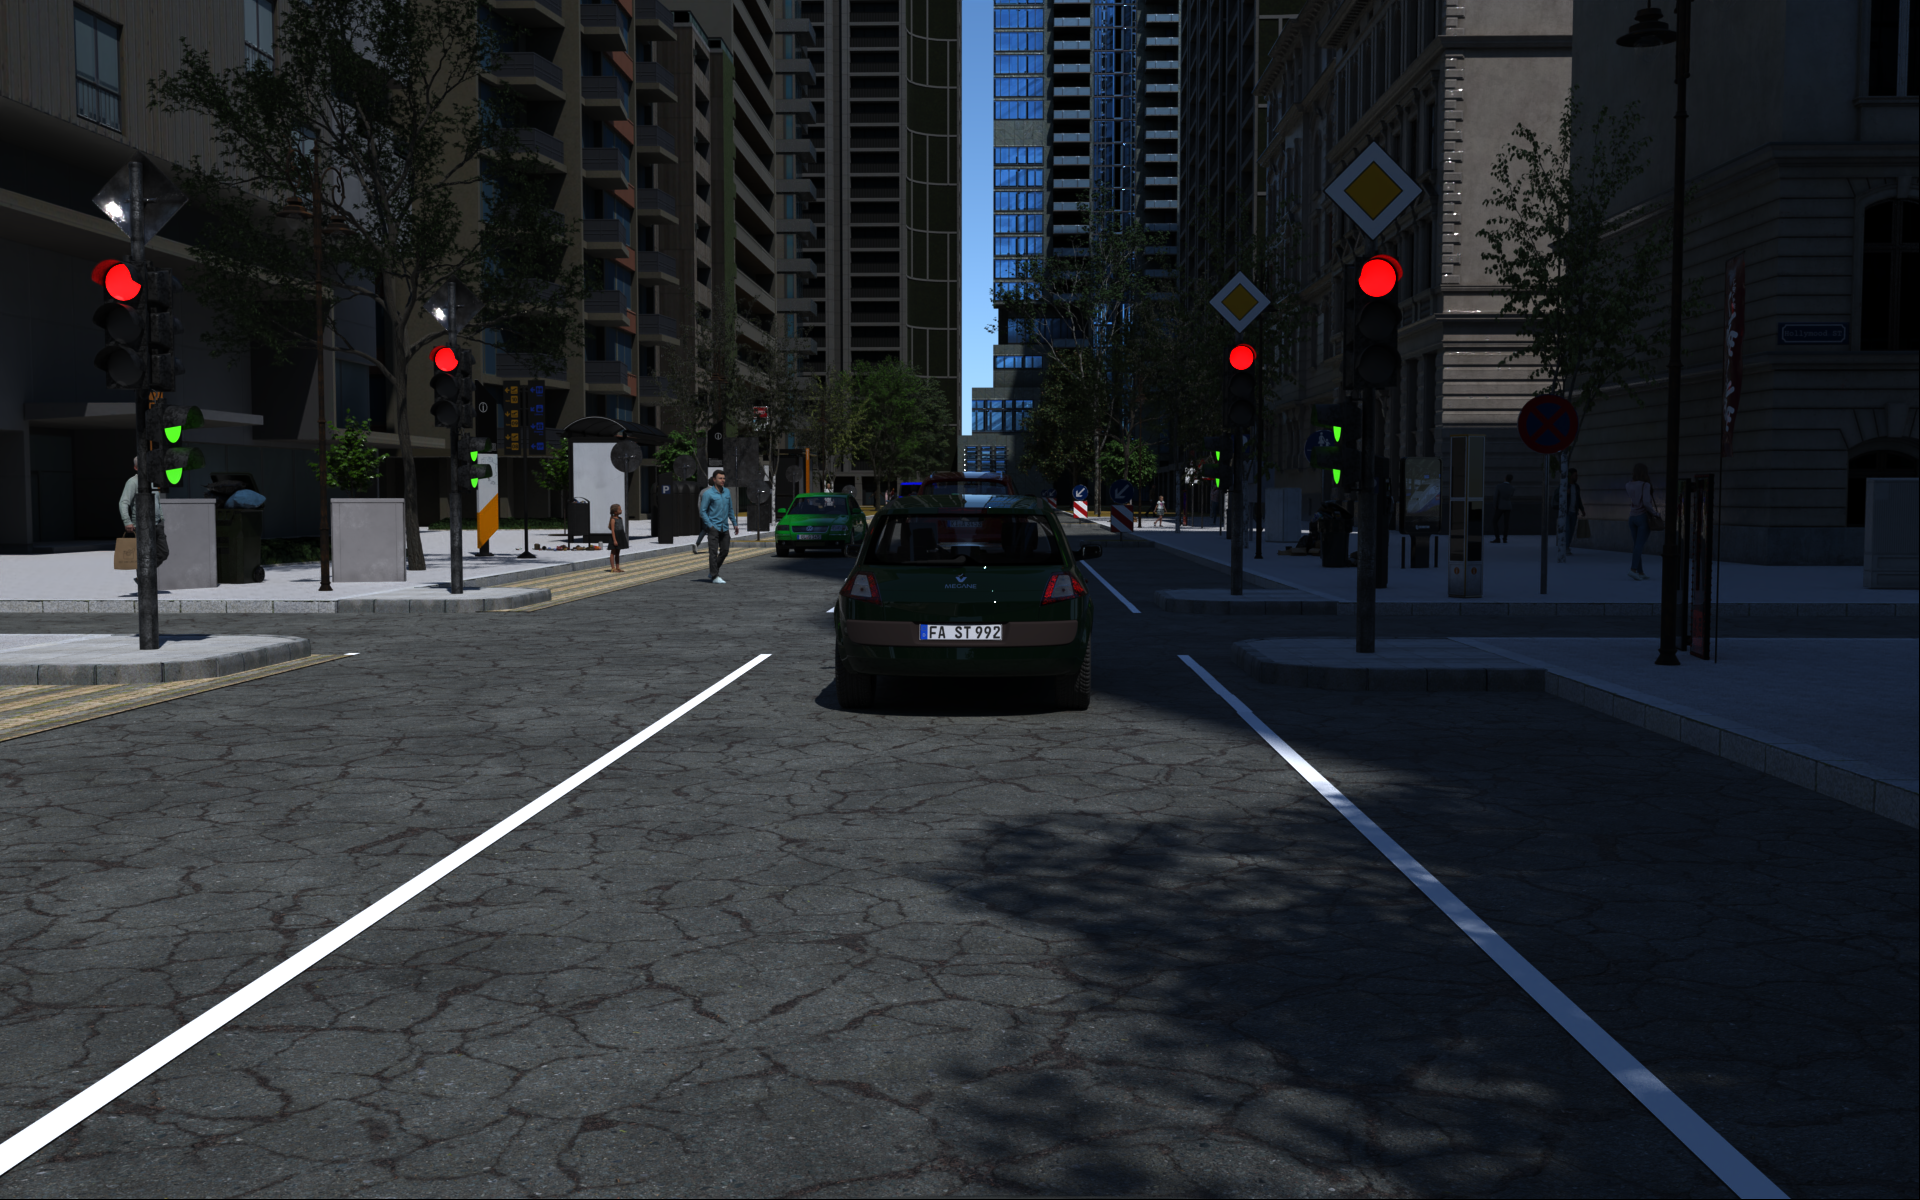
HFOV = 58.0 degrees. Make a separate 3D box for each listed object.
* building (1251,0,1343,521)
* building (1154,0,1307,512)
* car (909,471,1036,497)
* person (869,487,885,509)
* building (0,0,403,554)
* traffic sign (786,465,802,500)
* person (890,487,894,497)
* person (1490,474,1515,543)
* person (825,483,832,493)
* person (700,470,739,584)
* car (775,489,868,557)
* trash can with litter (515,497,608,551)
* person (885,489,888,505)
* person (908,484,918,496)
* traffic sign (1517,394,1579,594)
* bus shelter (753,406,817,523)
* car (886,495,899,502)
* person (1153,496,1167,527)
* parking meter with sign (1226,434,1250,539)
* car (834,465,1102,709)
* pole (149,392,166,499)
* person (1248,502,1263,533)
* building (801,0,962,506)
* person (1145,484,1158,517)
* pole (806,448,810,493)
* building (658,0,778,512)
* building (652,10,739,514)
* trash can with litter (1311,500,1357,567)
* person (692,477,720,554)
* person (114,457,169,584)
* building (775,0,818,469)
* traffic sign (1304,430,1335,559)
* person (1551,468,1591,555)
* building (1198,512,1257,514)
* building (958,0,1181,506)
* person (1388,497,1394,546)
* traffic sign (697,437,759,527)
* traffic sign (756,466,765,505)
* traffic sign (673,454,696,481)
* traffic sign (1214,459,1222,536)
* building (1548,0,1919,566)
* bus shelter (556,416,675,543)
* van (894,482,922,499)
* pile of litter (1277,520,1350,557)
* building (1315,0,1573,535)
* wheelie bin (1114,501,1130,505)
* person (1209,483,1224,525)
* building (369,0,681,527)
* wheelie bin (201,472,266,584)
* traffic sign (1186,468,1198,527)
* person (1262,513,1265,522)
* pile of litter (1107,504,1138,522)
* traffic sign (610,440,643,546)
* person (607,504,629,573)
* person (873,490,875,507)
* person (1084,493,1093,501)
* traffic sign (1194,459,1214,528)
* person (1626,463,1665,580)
[{"bbox_3d":[22.705,-18.186,84.735,14.401,28.519,23.554,0,4,2],"label":"building"},{"bbox_3d":[28.416,-43.694,152.643,20.563,71.187,20.611,0,4,2],"label":"building"},{"bbox_3d":[0.180,-1.301,29.940,2.281,1.827,5.304,0,4,2],"label":"car"},{"bbox_3d":[-6.317,-7.728,132.400,1.348,1.823,0.705,-2,4,-25],"label":"person"},{"bbox_3d":[-30.827,-27.742,42.819,28.713,52.752,27.495,0,4,2],"label":"building"},{"bbox_3d":[-7.273,-4.629,75.797,0.768,2.556,0.104,1,4,11],"label":"traffic sign"},{"bbox_3d":[-5.276,-7.986,136.583,0.705,1.831,1.348,1,4,18],"label":"person"},{"bbox_3d":[14.251,-2.401,45.480,0.592,1.802,0.473,1,4,11],"label":"person"},{"bbox_3d":[-6.968,-5.216,91.198,0.818,1.842,0.514,0,4,6],"label":"person"},{"bbox_3d":[-3.923,-1.187,27.931,0.620,1.820,0.660,3,4,38],"label":"person"},{"bbox_3d":[-3.235,-1.965,40.931,1.959,1.807,4.718,0,4,3],"label":"car"},{"bbox_3d":[-9.053,-1.751,39.679,2.233,1.210,1.678,1,4,11],"label":"trash can with litter"},{"bbox_3d":[-6.355,-8.942,152.906,0.551,1.740,0.621,-1,4,-9],"label":"person"},{"bbox_3d":[-1.339,-2.621,52.195,0.563,1.720,0.643,-2,4,-26],"label":"person"},{"bbox_3d":[7.486,-1.348,22.138,0.768,2.556,0.104,0,4,4],"label":"traffic sign"},{"bbox_3d":[-8.300,-6.364,81.690,2.179,5.291,8.768,0,4,2],"label":"bus shelter"},{"bbox_3d":[-3.788,-6.145,112.470,2.014,1.417,4.499,0,4,2],"label":"car"},{"bbox_3d":[7.869,-3.483,68.004,0.505,1.210,0.382,-3,4,-36],"label":"person"},{"bbox_3d":[7.953,-3.269,49.713,0.543,3.016,1.738,1,4,15],"label":"parking meter with sign"},{"bbox_3d":[0.081,-0.194,12.957,2.009,1.686,4.222,0,4,2],"label":"car"},{"bbox_3d":[-11.097,-1.840,23.921,0.158,3.312,0.155,0,3,0],"label":"pole"},{"bbox_3d":[9.603,-3.129,57.070,0.748,1.841,0.638,2,4,26],"label":"person"},{"bbox_3d":[-10.304,-46.443,197.595,20.611,71.187,20.563,0,4,2],"label":"building"},{"bbox_3d":[10.607,-5.490,95.717,0.836,1.842,0.656,-1,4,-13],"label":"person"},{"bbox_3d":[-6.773,-5.092,77.100,0.158,3.312,0.155,0,3,0],"label":"pole"},{"bbox_3d":[-24.991,-30.485,122.124,21.300,48.544,21.600,0,4,2],"label":"building"},{"bbox_3d":[-21.571,-20.370,104.750,14.160,30.474,14.107,0,4,2],"label":"building"},{"bbox_3d":[6.759,-1.168,30.480,1.055,1.170,0.624,-2,4,-28],"label":"trash can with litter"},{"bbox_3d":[-5.974,-2.001,41.059,0.661,1.843,0.795,2,4,35],"label":"person"},{"bbox_3d":[-10.281,-0.926,21.663,0.515,1.767,0.782,1,4,11],"label":"person"},{"bbox_3d":[-28.445,-32.673,153.817,30.456,49.044,23.786,0,4,2],"label":"building"},{"bbox_3d":[7.211,-2.097,34.390,0.768,2.556,0.104,1,4,10],"label":"traffic sign"},{"bbox_3d":[12.829,-1.852,36.311,0.794,1.824,0.713,0,4,-4],"label":"person"},{"bbox_3d":[27.305,-42.434,132.054,20.563,71.187,20.611,0,4,2],"label":"building"},{"bbox_3d":[15.543,-54.160,198.192,31.000,86.520,22.319,0,4,2],"label":"building"},{"bbox_3d":[10.442,-2.080,42.649,0.523,1.515,0.503,2,4,29],"label":"person"},{"bbox_3d":[-8.327,-4.172,62.087,2.265,3.308,0.079,0,4,7],"label":"traffic sign"},{"bbox_3d":[-8.809,-4.578,74.963,0.768,2.556,0.104,1,4,10],"label":"traffic sign"},{"bbox_3d":[-8.865,-3.403,55.751,0.768,2.556,0.104,0,4,7],"label":"traffic sign"},{"bbox_3d":[8.043,-3.265,53.382,0.884,2.594,0.081,0,4,4],"label":"traffic sign"},{"bbox_3d":[31.482,-13.196,34.836,34.723,24.649,14.460,0,4,2],"label":"building"},{"bbox_3d":[-9.368,-3.284,47.614,2.014,3.302,5.546,0,4,2],"label":"bus shelter"},{"bbox_3d":[-2.080,-5.035,86.713,2.240,2.365,5.245,0,4,2],"label":"van"},{"bbox_3d":[7.373,-1.354,36.097,1.176,0.858,1.719,-2,4,-27],"label":"pile of litter"},{"bbox_3d":[20.036,-14.292,62.558,11.050,23.489,19.941,0,4,2],"label":"building"},{"bbox_3d":[8.195,-4.852,87.232,0.980,1.594,0.693,-2,4,-26],"label":"wheelie bin"},{"bbox_3d":[10.706,-3.999,72.019,0.643,1.750,0.593,1,4,15],"label":"person"},{"bbox_3d":[-25.311,-25.958,79.032,22.147,44.769,28.867,0,4,2],"label":"building"},{"bbox_3d":[-10.430,-1.039,24.891,0.980,1.594,0.693,1,4,9],"label":"wheelie bin"},{"bbox_3d":[9.077,-3.999,67.509,0.606,2.300,0.079,0,4,6],"label":"traffic sign"},{"bbox_3d":[14.166,-4.448,79.361,0.643,1.750,0.593,2,4,24],"label":"person"},{"bbox_3d":[7.598,-3.986,79.139,1.719,0.858,1.176,2,4,34],"label":"pile of litter"},{"bbox_3d":[-7.856,-2.489,40.801,0.768,2.556,0.104,0,4,4],"label":"traffic sign"},{"bbox_3d":[-6.218,-1.123,31.536,0.373,1.253,0.362,2,4,28],"label":"person"},{"bbox_3d":[-8.411,-10.103,171.945,0.721,1.735,1.217,-1,4,-11],"label":"person"},{"bbox_3d":[10.502,-8.426,144.636,1.217,1.723,0.721,0,4,-2],"label":"person"},{"bbox_3d":[9.086,-3.971,64.926,0.884,2.594,0.081,0,4,8],"label":"traffic sign"},{"bbox_3d":[10.153,-1.177,25.884,0.643,1.750,0.593,-2,4,-24],"label":"person"}]
